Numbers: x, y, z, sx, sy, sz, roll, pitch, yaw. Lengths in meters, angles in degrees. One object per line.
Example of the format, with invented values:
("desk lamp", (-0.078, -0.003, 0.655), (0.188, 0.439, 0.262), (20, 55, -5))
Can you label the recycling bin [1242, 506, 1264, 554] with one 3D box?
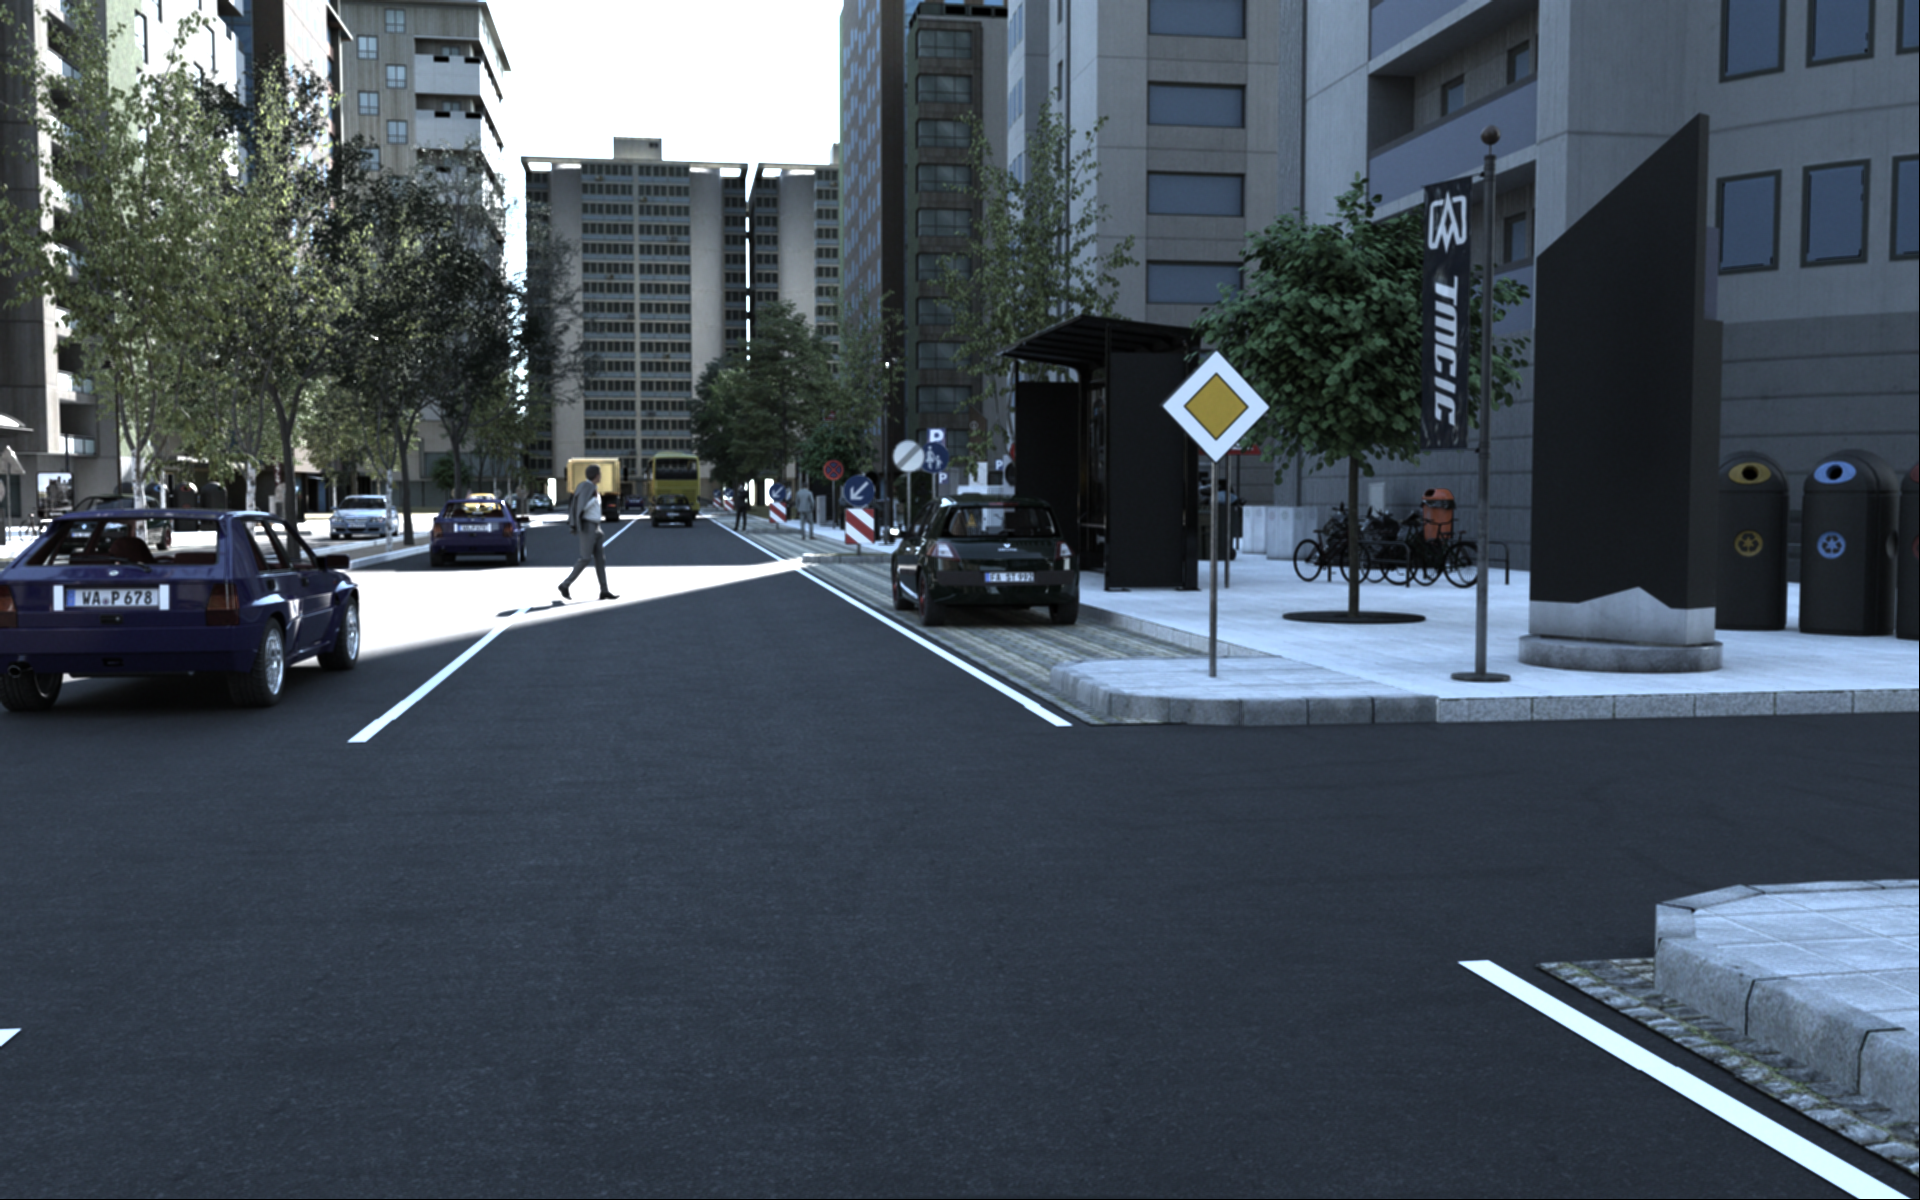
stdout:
("recycling bin", (6.569, -1.510, 37.249), (0.722, 1.027, 0.722), (-2, 4, -33))

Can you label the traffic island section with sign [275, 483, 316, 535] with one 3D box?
("traffic island section with sign", (-23.539, -3.157, 60.250), (1.989, 1.847, 2.006), (-1, 4, -10))

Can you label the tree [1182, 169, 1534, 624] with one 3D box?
("tree", (4.025, -2.082, 17.760), (4.285, 4.588, 4.351), (0, 3, 0))

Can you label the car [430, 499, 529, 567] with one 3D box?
("car", (-9.903, -1.416, 35.725), (1.945, 1.354, 3.894), (-1, 4, -11))

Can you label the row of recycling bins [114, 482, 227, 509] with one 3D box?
("row of recycling bins", (-26.869, -3.171, 58.967), (3.534, 1.692, 1.069), (-3, 4, -37))

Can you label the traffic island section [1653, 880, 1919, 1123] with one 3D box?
("traffic island section", (3.123, 1.100, 4.296), (2.009, 0.180, 2.903), (-1, 4, -10))

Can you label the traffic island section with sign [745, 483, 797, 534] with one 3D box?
("traffic island section with sign", (-6.791, -3.326, 63.008), (1.989, 1.847, 2.006), (-1, 4, -10))

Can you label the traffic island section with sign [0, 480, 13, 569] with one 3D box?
("traffic island section with sign", (-19.043, -1.529, 33.621), (1.989, 1.847, 2.006), (-1, 4, -10))

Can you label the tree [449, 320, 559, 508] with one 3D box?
("tree", (-18.856, -7.323, 72.544), (4.737, 8.622, 4.395), (0, 3, 0))

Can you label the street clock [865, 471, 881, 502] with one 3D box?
("street clock", (-2.791, -3.113, 55.475), (0.471, 2.002, 0.358), (2, 4, 24))

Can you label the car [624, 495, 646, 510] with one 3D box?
("car", (-29.805, -8.941, 158.766), (1.945, 1.354, 3.894), (-1, 4, -9))

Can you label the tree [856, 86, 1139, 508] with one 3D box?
("tree", (1.203, -5.009, 32.257), (4.737, 8.622, 4.395), (0, 3, 0))

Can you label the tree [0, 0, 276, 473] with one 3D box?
("tree", (-11.325, -4.334, 23.687), (4.737, 8.622, 4.395), (0, 3, 0))

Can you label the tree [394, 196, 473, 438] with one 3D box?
("tree", (-13.996, -5.472, 42.279), (4.360, 8.622, 3.978), (0, 3, 0))

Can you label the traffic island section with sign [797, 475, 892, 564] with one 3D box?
("traffic island section with sign", (-2.306, -1.700, 36.427), (1.989, 1.847, 2.006), (-1, 4, -10))

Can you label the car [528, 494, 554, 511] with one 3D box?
("car", (-35.117, -8.156, 145.155), (2.131, 1.459, 4.920), (-1, 4, -10))

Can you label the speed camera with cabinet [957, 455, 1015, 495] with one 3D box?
("speed camera with cabinet", (0.863, -2.737, 39.082), (2.038, 3.252, 0.660), (3, 5, 41))

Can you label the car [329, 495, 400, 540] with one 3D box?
("car", (-19.225, -2.693, 56.040), (2.014, 1.417, 4.499), (-1, 4, -11))

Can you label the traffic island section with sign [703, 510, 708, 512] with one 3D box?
("traffic island section with sign", (-19.650, -7.979, 139.089), (1.989, 1.847, 2.006), (-1, 4, -10))

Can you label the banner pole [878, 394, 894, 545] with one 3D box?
("banner pole", (-1.859, -3.250, 43.149), (0.401, 3.779, 0.863), (0, 4, 0))

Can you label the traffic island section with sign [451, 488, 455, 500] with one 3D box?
("traffic island section with sign", (-31.897, -6.186, 109.774), (1.989, 1.847, 2.006), (-1, 4, -10))

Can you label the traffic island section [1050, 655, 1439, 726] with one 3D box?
("traffic island section", (1.793, 0.618, 12.170), (2.009, 0.180, 2.903), (-1, 4, -10))

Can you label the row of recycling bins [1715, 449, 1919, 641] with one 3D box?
("row of recycling bins", (8.418, -0.520, 15.614), (1.069, 1.692, 3.534), (-3, 5, -41))

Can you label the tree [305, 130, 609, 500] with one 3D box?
("tree", (-16.947, -8.889, 58.155), (12.009, 13.543, 11.850), (0, 3, 0))

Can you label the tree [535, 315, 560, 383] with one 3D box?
("tree", (-15.343, -6.806, 48.147), (8.767, 10.594, 7.601), (-1, 4, -10))

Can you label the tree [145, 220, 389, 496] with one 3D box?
("tree", (-28.834, -9.265, 69.612), (7.486, 12.596, 7.792), (0, 3, 0))

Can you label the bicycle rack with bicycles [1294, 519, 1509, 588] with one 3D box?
("bicycle rack with bicycles", (6.535, -0.696, 24.754), (2.852, 0.926, 2.925), (-2, 4, -24))

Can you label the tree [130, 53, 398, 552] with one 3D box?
("tree", (-11.906, -4.657, 28.964), (4.360, 8.622, 3.978), (0, 3, 0))

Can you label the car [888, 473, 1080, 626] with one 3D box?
("car", (0.214, -0.635, 20.174), (2.009, 1.686, 4.222), (-1, 4, -8))

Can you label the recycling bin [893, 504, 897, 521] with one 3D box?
("recycling bin", (-3.310, -4.350, 83.675), (0.722, 1.027, 0.722), (2, 4, 27))

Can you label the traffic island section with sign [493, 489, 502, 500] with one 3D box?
("traffic island section with sign", (-36.379, -7.812, 136.355), (1.989, 1.847, 2.006), (-1, 4, -10))

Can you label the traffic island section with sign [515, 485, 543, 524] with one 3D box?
("traffic island section with sign", (-21.311, -4.648, 84.139), (2.006, 1.907, 1.989), (-1, 4, -10))

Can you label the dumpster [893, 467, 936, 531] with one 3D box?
("dumpster", (-1.303, -3.127, 53.627), (1.502, 2.255, 1.985), (-1, 4, -9))

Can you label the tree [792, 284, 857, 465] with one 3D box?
("tree", (-3.524, -6.682, 59.614), (4.737, 8.622, 4.395), (0, 3, 0))

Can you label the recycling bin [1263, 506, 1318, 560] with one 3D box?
("recycling bin", (6.493, -1.304, 33.881), (0.722, 1.027, 0.722), (-2, 4, -34))

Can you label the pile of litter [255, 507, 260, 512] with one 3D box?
("pile of litter", (-27.415, -3.301, 67.940), (1.176, 0.858, 1.719), (1, 4, 10))

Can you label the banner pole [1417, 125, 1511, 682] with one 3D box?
("banner pole", (3.495, -1.349, 12.080), (0.401, 3.779, 0.863), (-2, 4, -28))

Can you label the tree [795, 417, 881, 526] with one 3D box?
("tree", (-4.861, -5.235, 69.311), (4.285, 4.588, 4.351), (0, 3, 0))

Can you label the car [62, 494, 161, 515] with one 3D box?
("car", (-20.747, -1.999, 42.464), (2.009, 1.686, 4.222), (0, 4, -8))

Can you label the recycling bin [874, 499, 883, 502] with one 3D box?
("recycling bin", (-3.675, -3.842, 75.366), (0.722, 1.027, 0.722), (-1, 4, -22))

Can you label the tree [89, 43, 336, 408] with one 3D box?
("tree", (-13.405, -5.990, 34.807), (8.767, 10.594, 7.601), (-1, 4, -10))

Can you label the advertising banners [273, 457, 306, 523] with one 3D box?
("advertising banners", (-29.645, -4.915, 76.545), (2.074, 3.025, 0.090), (2, 4, 31))

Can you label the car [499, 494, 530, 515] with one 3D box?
("car", (-31.357, -6.741, 122.010), (2.131, 1.459, 4.920), (-1, 4, -11))

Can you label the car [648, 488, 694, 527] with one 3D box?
("car", (-12.741, -4.082, 76.532), (2.009, 1.686, 4.222), (-1, 4, -11))

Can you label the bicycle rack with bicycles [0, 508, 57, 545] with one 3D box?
("bicycle rack with bicycles", (-24.336, -1.890, 44.292), (2.852, 0.926, 2.925), (0, 4, -7))

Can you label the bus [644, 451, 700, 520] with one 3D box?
("bus", (-16.527, -6.598, 99.431), (2.896, 3.916, 12.252), (-1, 4, -12))

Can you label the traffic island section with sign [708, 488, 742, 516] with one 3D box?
("traffic island section with sign", (-15.148, -6.354, 112.511), (1.989, 1.847, 2.006), (-1, 4, -10))

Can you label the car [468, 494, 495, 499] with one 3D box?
("car", (-25.372, -4.991, 91.822), (2.015, 1.641, 3.980), (-1, 4, -10))

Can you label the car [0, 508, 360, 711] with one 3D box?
("car", (-5.653, -0.019, 12.883), (1.945, 1.354, 3.894), (0, 4, -8))
